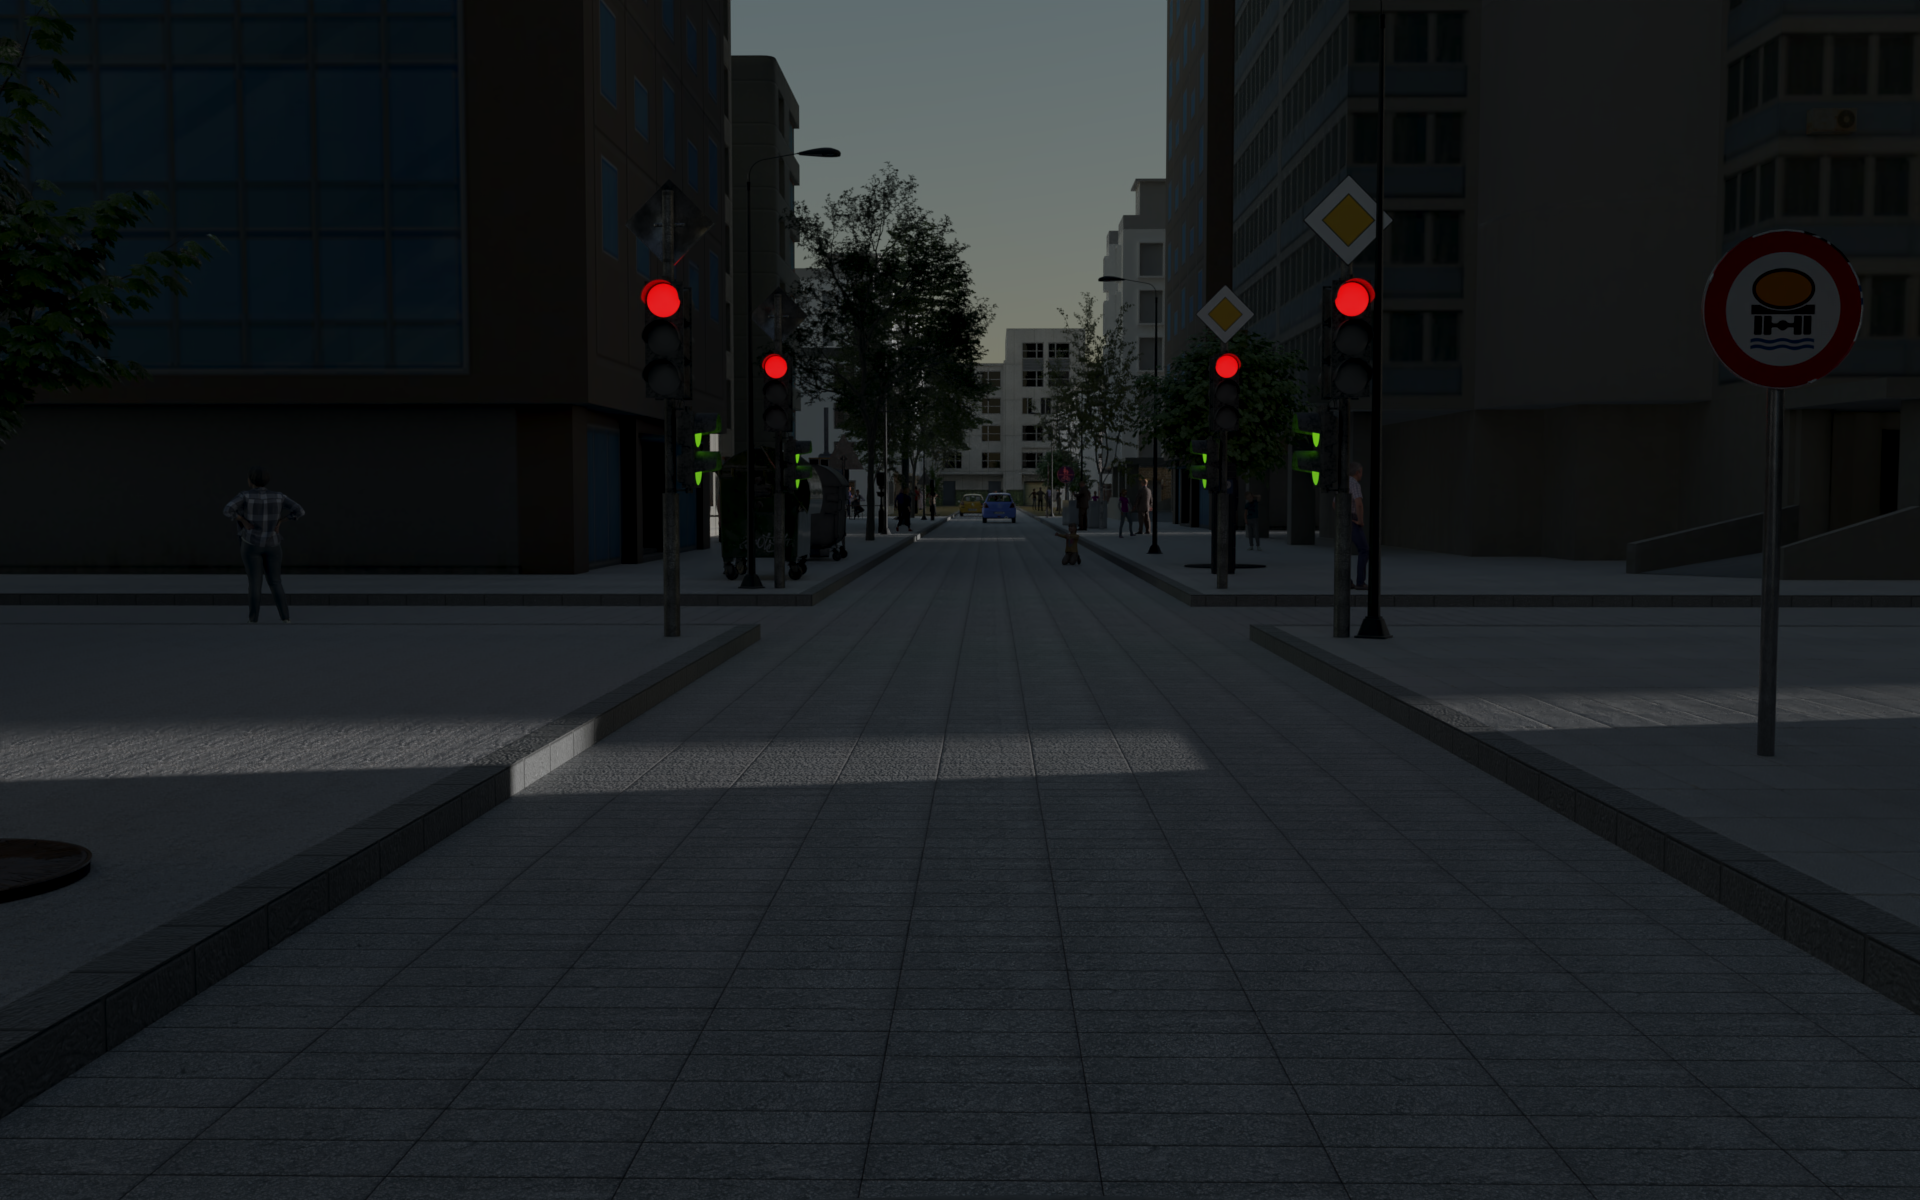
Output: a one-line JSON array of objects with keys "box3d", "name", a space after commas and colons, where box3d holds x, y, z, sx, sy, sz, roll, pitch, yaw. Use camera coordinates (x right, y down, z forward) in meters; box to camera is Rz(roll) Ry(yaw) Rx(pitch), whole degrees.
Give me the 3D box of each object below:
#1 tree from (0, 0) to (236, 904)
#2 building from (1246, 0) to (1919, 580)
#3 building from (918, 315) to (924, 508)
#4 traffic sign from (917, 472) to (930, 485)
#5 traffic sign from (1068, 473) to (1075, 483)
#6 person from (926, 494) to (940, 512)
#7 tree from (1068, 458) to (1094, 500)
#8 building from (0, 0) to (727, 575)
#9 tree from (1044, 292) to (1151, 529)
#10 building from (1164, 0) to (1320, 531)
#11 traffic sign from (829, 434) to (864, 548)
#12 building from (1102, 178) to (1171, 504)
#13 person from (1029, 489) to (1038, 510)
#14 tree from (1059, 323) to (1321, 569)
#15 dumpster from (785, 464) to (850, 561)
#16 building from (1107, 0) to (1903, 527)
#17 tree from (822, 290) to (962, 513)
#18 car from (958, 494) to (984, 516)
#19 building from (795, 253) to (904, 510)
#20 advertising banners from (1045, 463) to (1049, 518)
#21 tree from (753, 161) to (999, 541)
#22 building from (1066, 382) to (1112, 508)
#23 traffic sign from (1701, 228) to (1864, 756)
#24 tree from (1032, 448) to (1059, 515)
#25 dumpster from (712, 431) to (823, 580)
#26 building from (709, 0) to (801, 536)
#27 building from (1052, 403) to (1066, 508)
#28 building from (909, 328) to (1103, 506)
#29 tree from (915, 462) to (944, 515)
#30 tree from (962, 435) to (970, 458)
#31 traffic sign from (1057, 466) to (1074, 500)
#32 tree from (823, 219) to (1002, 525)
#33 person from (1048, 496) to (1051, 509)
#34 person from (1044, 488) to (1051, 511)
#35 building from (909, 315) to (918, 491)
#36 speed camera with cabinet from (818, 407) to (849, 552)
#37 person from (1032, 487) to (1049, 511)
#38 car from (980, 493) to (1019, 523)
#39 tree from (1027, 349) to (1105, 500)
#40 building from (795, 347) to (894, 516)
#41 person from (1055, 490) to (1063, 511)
[{"box3d": [-3.561, -0.675, 5.637, 1.663, 3.219, 1.824, 0, 3, 0], "name": "tree"}, {"box3d": [19.476, -21.324, 40.527, 23.993, 40.220, 32.217, 0, 4, 1], "name": "building"}, {"box3d": [-9.286, -18.870, 164.936, 11.380, 20.091, 16.016, 0, 4, 1], "name": "building"}, {"box3d": [-1.984, -5.952, 97.326, 0.884, 2.594, 0.081, 0, 4, 4], "name": "traffic sign"}, {"box3d": [4.921, -4.900, 80.221, 0.768, 2.556, 0.104, 0, 4, 2], "name": "traffic sign"}, {"box3d": [-1.953, -7.117, 122.376, 1.348, 1.831, 0.705, 3, 5, 40], "name": "person"}, {"box3d": [6.303, -6.041, 93.378, 1.663, 3.219, 1.824, 0, 3, 0], "name": "tree"}, {"box3d": [-12.556, -23.414, 32.923, 14.600, 45.320, 14.200, 0, 4, 1], "name": "building"}, {"box3d": [5.115, -6.860, 62.524, 4.737, 8.622, 4.395, 0, 3, 0], "name": "tree"}, {"box3d": [15.555, -25.447, 66.167, 14.600, 45.320, 14.200, 0, 4, 1], "name": "building"}, {"box3d": [-2.526, -2.300, 37.610, 0.884, 2.594, 0.081, 0, 4, 2], "name": "traffic sign"}, {"box3d": [17.186, -15.485, 109.591, 16.016, 20.091, 11.380, 0, 4, 1], "name": "building"}, {"box3d": [6.073, -8.162, 140.316, 1.217, 1.723, 0.721, 3, 4, 36], "name": "person"}, {"box3d": [4.738, -2.848, 30.286, 4.285, 4.588, 4.351, 0, 3, 0], "name": "tree"}, {"box3d": [-2.843, -1.708, 33.677, 1.264, 1.857, 1.865, 0, 4, 1], "name": "dumpster"}, {"box3d": [23.997, -24.094, 85.824, 32.217, 40.220, 23.993, 0, 4, 1], "name": "building"}, {"box3d": [-2.899, -6.803, 61.584, 4.360, 8.622, 3.978, 0, 3, 0], "name": "tree"}, {"box3d": [0.841, -6.234, 112.147, 2.015, 1.641, 3.980, 0, 4, 1], "name": "car"}, {"box3d": [-12.781, -16.987, 134.164, 16.016, 20.091, 11.380, 0, 4, 1], "name": "building"}, {"box3d": [4.749, -5.995, 94.205, 0.090, 3.025, 2.074, 0, 3, 0], "name": "advertising banners"}, {"box3d": [-2.221, -6.933, 47.769, 7.601, 10.594, 8.767, -3, 5, -44], "name": "tree"}, {"box3d": [13.324, -11.469, 129.669, 9.099, 9.664, 28.070, 0, 4, 1], "name": "building"}, {"box3d": [3.957, -0.509, 8.427, 0.768, 2.556, 0.104, 0, 4, 1], "name": "traffic sign"}, {"box3d": [6.210, -7.683, 109.339, 4.285, 4.588, 4.351, 0, 3, 0], "name": "tree"}, {"box3d": [-2.936, -1.465, 26.452, 1.502, 2.255, 1.985, 0, 4, 1], "name": "dumpster"}, {"box3d": [-21.219, -13.349, 63.298, 27.650, 21.520, 28.899, 0, 4, 1], "name": "building"}, {"box3d": [13.413, -13.204, 158.027, 9.099, 9.664, 28.070, 0, 4, 1], "name": "building"}, {"box3d": [5.085, -19.988, 193.262, 31.486, 18.905, 16.747, 0, 4, 1], "name": "building"}, {"box3d": [-1.657, -6.718, 104.443, 1.663, 3.219, 1.824, 0, 3, 0], "name": "tree"}, {"box3d": [-1.481, -10.273, 118.319, 4.360, 8.622, 3.978, 0, 3, 0], "name": "tree"}, {"box3d": [4.794, -4.790, 78.428, 0.768, 2.556, 0.104, 0, 4, 5], "name": "traffic sign"}, {"box3d": [-1.999, -9.382, 71.522, 7.486, 12.596, 7.792, 0, 3, 0], "name": "tree"}, {"box3d": [7.493, -8.502, 144.684, 0.705, 1.869, 1.348, -2, 4, -26], "name": "person"}, {"box3d": [6.771, -7.831, 133.955, 0.709, 1.838, 0.599, -3, 4, -38], "name": "person"}, {"box3d": [-11.993, -17.681, 145.511, 16.016, 20.091, 11.380, 0, 4, 1], "name": "building"}, {"box3d": [-3.004, -2.728, 38.934, 0.660, 3.252, 2.038, 1, 4, 11], "name": "speed camera with cabinet"}, {"box3d": [6.091, -7.643, 131.145, 1.348, 1.807, 0.705, 1, 4, 9], "name": "person"}, {"box3d": [1.960, -4.702, 86.473, 1.945, 1.707, 3.694, 0, 4, 1], "name": "car"}, {"box3d": [5.410, -8.339, 86.711, 4.360, 8.622, 3.978, 0, 3, 0], "name": "tree"}, {"box3d": [-8.728, -10.469, 113.309, 9.099, 9.664, 28.070, 0, 4, 1], "name": "building"}, {"box3d": [7.416, -7.520, 129.797, 0.445, 1.727, 0.742, 1, 4, 23], "name": "person"}]
